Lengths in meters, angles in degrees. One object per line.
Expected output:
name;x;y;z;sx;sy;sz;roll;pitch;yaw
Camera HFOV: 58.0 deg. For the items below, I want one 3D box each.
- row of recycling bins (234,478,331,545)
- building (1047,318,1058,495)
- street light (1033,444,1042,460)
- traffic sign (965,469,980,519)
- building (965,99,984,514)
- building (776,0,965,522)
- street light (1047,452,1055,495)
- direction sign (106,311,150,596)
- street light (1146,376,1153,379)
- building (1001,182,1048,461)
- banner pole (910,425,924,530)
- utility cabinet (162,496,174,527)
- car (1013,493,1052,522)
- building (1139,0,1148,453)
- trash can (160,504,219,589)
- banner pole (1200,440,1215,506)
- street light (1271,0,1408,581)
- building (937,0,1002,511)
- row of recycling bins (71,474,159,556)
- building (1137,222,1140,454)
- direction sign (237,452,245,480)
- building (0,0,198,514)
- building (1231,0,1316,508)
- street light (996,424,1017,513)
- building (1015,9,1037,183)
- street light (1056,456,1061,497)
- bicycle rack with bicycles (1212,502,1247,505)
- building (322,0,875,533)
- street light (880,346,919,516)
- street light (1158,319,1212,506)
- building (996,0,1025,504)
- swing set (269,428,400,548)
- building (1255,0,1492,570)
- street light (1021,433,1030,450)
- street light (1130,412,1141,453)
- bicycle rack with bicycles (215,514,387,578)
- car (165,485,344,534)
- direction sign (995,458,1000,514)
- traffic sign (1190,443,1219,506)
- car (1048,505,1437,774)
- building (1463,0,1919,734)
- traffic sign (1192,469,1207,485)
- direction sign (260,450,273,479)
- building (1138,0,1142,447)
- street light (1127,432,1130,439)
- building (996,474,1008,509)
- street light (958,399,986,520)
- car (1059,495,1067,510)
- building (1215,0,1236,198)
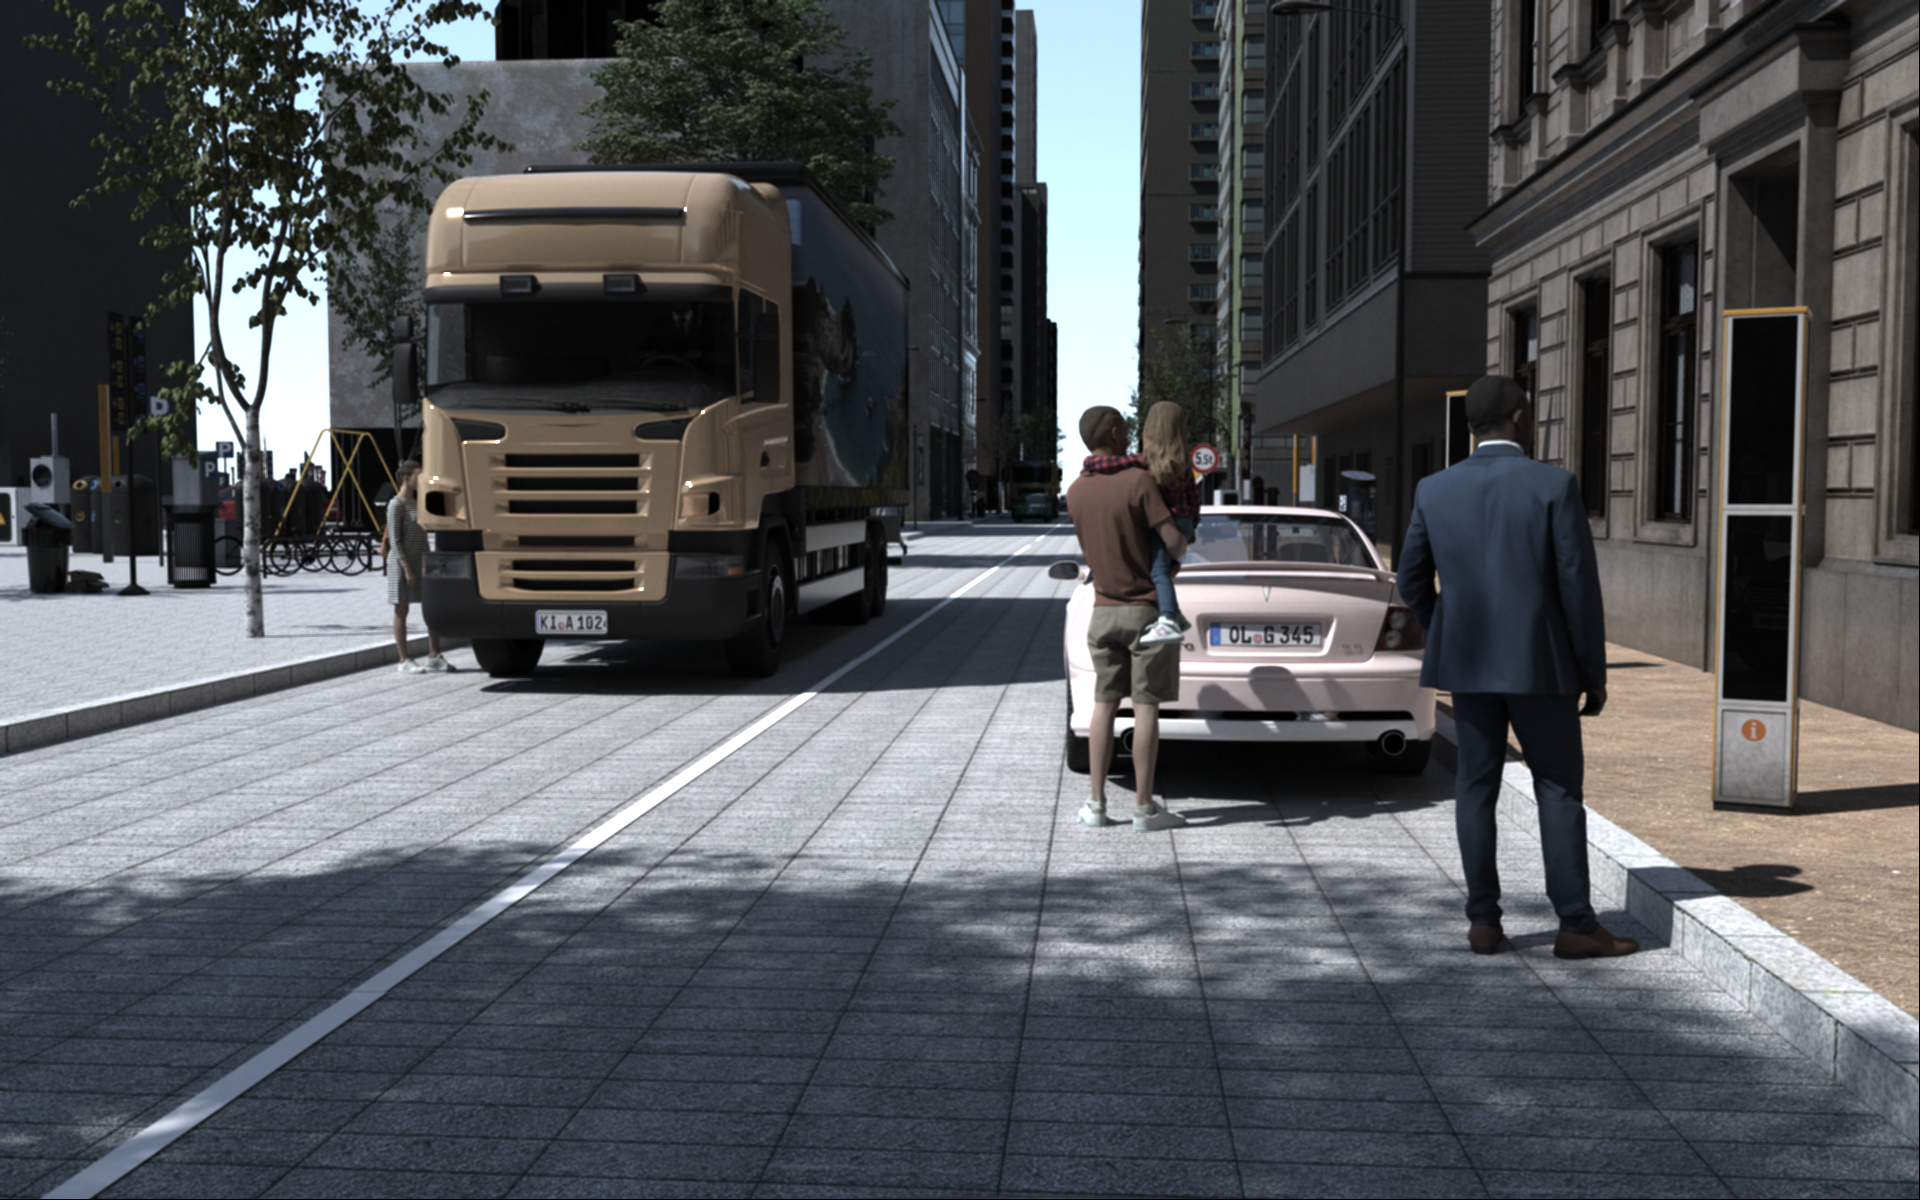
row of recycling bins;-17.654;-2.310;44.878;1.069;1.692;3.534;0;4;8
building;8.561;-31.121;280.530;14.160;30.474;14.107;0;4;5
street light;6.973;-11.532;161.081;1.470;5.913;1.316;0;4;5
traffic sign;0.644;-5.424;88.794;0.768;2.556;0.104;1;4;14
building;-5.842;-19.721;108.343;13.634;28.700;20.117;0;4;5
building;-6.544;-16.541;88.464;12.078;24.808;19.932;0;4;5
street light;9.418;-13.358;190.937;1.470;5.913;1.316;0;4;5
direction sign;-10.522;-1.832;21.949;0.379;3.537;0.876;0;4;2
street light;8.029;-5.865;68.435;1.470;5.913;1.316;0;4;5
building;3.885;-32.891;221.355;14.154;41.232;14.086;0;4;5
banner pole;-1.505;-4.451;62.787;0.401;3.779;0.863;2;4;28
utility cabinet;-30.709;-3.405;66.827;1.020;1.237;0.306;-2;4;-34
car;3.763;-4.899;88.895;1.959;1.807;4.718;0;4;6
building;25.587;-31.616;140.619;21.300;48.544;21.600;0;4;5
trash can;-10.483;-0.732;23.615;0.748;1.137;0.748;0;3;0
banner pole;11.473;-5.507;80.061;0.863;3.779;0.401;0;4;7
street light;3.627;-2.684;16.424;1.470;5.913;1.316;0;4;5
building;-4.042;-29.780;137.008;14.600;45.320;14.200;0;4;5
row of recycling bins;-18.061;-1.832;37.058;1.069;1.692;3.534;-3;5;-43
building;38.967;-39.804;270.402;23.786;49.044;30.456;0;4;5
direction sign;-38.273;-6.131;92.244;0.876;3.537;0.379;3;5;42
building;-44.393;-16.663;65.953;24.014;27.812;14.314;0;4;5
building;20.775;-24.674;87.022;14.154;41.232;14.086;0;4;5
street light;3.030;-8.658;114.094;1.470;5.913;1.316;0;4;5
building;3.443;-50.402;262.327;20.563;71.187;20.611;0;4;5
street light;11.387;-14.757;213.812;1.470;5.913;1.316;0;4;5
bicycle rack with bicycles;11.528;-3.738;74.506;2.925;0.926;2.852;-2;4;-27
building;-11.763;-12.045;64.393;16.820;18.784;16.811;0;4;5
street light;-1.972;-5.023;54.668;1.470;5.913;1.316;0;4;5
street light;6.114;-4.499;46.093;1.470;5.913;1.316;0;4;5
building;-3.965;-53.230;182.974;22.319;86.520;31.000;0;4;5
swing set;-15.075;-2.749;42.564;2.862;2.851;3.119;0;4;0
building;13.673;-14.575;31.816;14.314;27.812;24.014;0;4;5
street light;4.467;-9.710;131.305;1.470;5.913;1.316;0;4;5
street light;10.547;-7.707;98.543;1.470;5.913;1.316;0;4;5
bicycle rack with bicycles;-10.387;-0.867;27.562;2.925;0.926;2.852;-2;4;-25
car;-21.743;-2.731;53.320;5.304;1.827;2.281;0;4;4
direction sign;2.380;-7.165;109.137;0.379;3.537;0.876;1;4;17
traffic sign;6.154;-2.667;43.707;0.768;2.556;0.104;1;4;14
car;1.556;0.127;10.285;2.083;1.381;4.827;0;4;4
building;10.025;-8.934;10.700;10.561;19.102;19.286;0;4;5
traffic sign;6.254;-2.599;46.131;0.795;2.450;0.064;0;4;5
direction sign;-36.075;-5.993;89.989;0.876;3.537;0.379;1;4;11
building;30.019;-39.484;187.566;21.231;58.520;28.212;0;4;5
street light;13.070;-9.566;128.947;1.470;5.913;1.316;0;4;5
building;-11.401;-28.442;156.905;32.217;40.220;23.993;0;4;5
street light;0.567;-6.843;84.423;1.470;5.913;1.316;0;4;5
car;9.621;-8.651;153.810;2.083;1.381;4.827;0;4;6
building;29.961;-25.886;115.122;32.217;40.220;23.993;0;4;5
